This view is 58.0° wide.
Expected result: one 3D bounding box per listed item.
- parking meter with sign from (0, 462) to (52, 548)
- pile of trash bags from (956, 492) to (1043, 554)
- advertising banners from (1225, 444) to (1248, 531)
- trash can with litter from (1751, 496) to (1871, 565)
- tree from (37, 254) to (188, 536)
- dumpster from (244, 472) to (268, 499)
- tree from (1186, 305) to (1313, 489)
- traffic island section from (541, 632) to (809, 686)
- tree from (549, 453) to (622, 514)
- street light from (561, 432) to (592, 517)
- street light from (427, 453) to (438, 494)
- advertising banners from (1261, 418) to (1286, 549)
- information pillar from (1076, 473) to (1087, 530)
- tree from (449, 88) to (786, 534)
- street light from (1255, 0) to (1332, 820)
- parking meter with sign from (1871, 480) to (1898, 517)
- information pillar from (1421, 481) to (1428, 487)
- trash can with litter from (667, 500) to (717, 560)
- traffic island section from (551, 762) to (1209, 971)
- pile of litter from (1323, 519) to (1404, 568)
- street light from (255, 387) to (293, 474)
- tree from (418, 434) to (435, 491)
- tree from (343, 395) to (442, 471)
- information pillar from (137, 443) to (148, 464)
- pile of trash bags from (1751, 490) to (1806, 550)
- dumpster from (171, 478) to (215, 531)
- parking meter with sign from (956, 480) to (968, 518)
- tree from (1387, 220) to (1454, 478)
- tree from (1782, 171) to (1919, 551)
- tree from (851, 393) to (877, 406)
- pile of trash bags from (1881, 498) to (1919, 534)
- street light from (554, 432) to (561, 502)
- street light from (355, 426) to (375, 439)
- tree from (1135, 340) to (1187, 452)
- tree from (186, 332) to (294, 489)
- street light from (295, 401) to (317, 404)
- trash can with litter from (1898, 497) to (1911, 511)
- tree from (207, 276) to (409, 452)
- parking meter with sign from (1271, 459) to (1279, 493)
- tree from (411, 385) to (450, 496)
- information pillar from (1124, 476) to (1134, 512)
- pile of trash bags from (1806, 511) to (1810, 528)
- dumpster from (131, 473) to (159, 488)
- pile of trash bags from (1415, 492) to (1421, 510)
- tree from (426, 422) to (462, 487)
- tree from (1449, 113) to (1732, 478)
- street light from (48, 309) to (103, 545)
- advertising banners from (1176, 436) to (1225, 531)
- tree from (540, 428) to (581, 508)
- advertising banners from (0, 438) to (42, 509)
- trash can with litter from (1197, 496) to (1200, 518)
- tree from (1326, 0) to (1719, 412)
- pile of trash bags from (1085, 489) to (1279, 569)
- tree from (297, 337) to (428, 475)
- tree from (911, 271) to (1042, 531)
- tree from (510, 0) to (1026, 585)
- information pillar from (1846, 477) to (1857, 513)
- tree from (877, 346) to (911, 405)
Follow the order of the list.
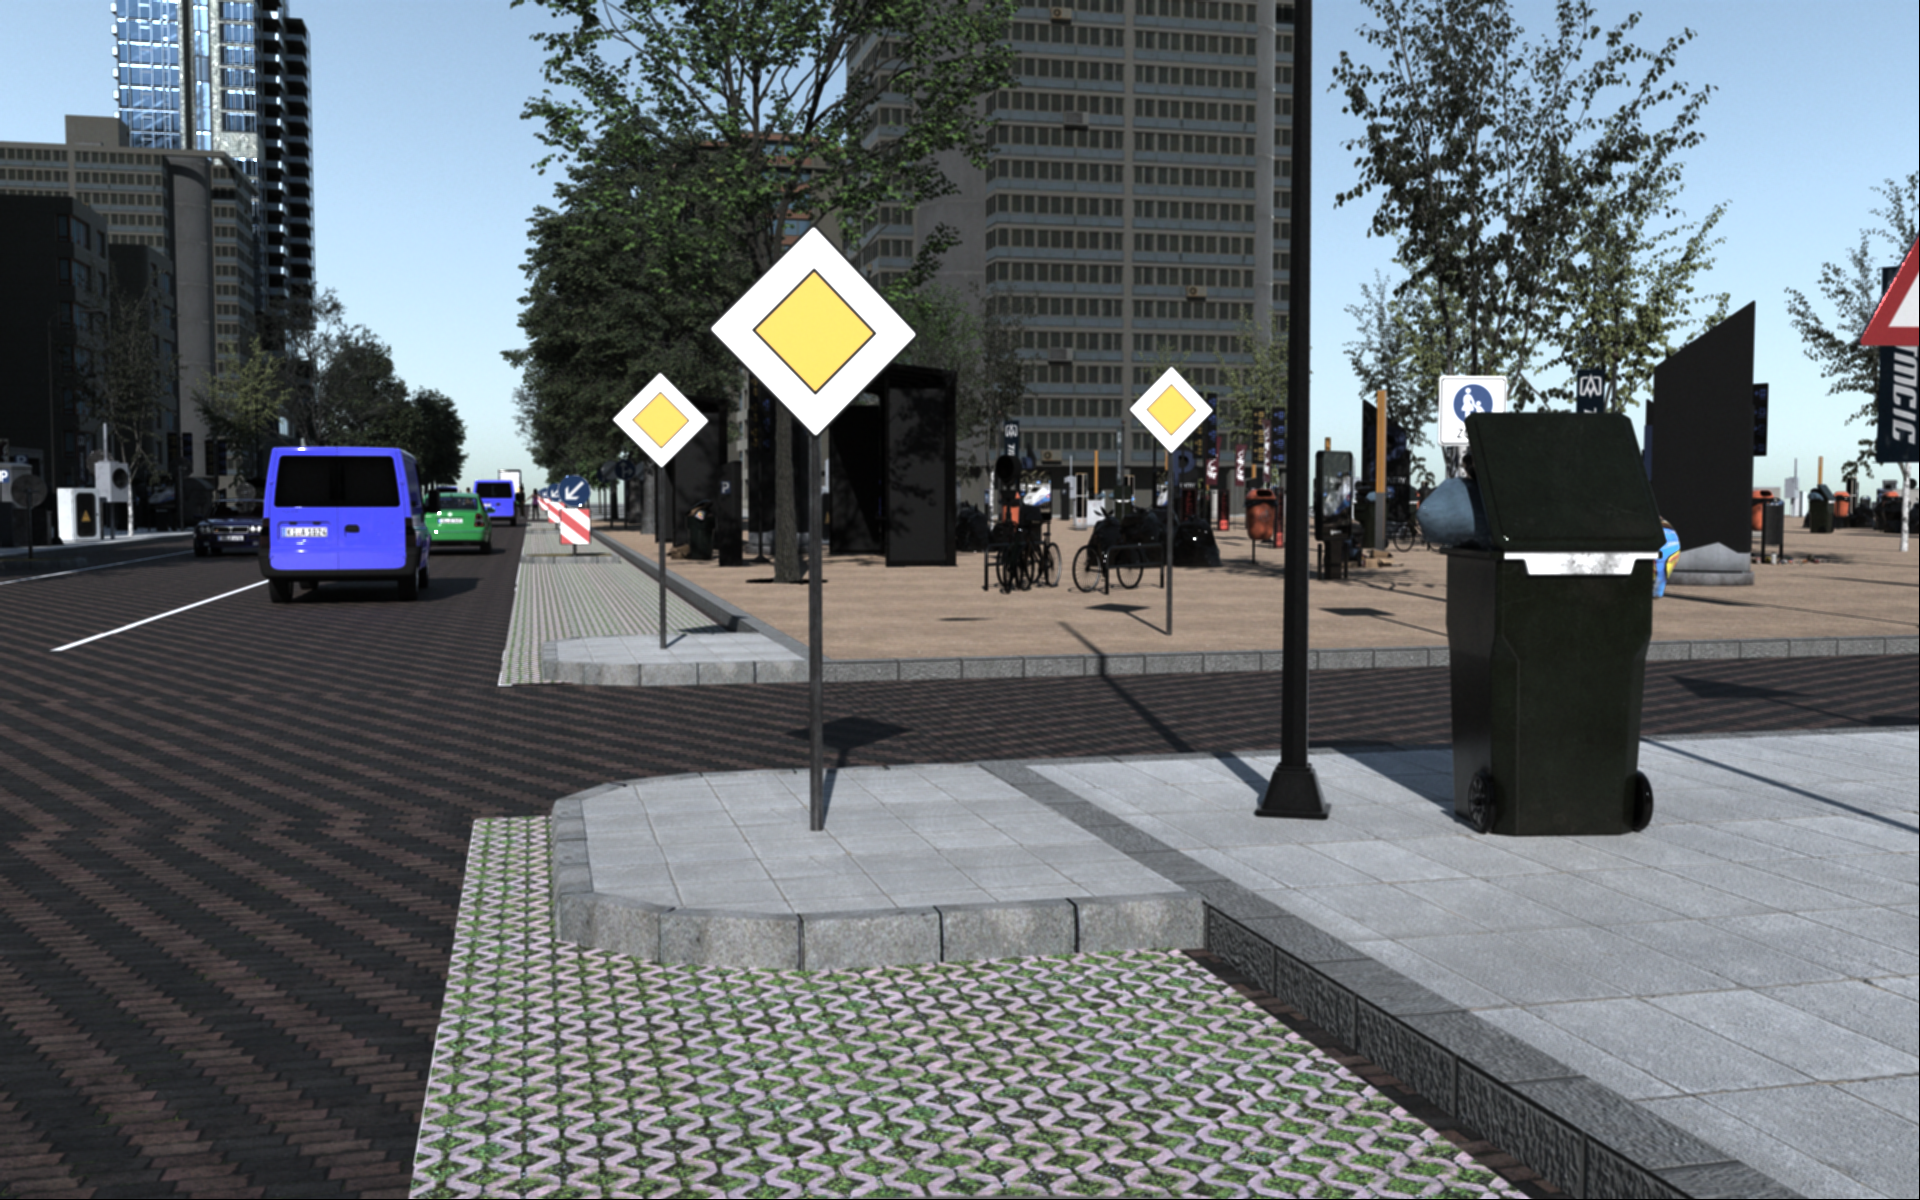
[{"bbox_3d":[-22.756,-2.783,41.765,0.543,3.016,1.738,1,4,16],"label":"parking meter with sign"},{"bbox_3d":[0.894,-1.748,38.327,1.912,1.369,3.447,-1,4,-8],"label":"pile of trash bags"},{"bbox_3d":[9.124,-3.909,60.098,2.074,3.025,0.090,-2,4,-27],"label":"advertising banners"},{"bbox_3d":[15.470,-1.294,32.210,2.233,1.210,1.678,-2,4,-28],"label":"trash can with litter"},{"bbox_3d":[-25.524,-6.265,52.795,4.360,8.622,3.978,0,3,0],"label":"tree"},{"bbox_3d":[-25.574,-3.636,64.401,1.985,2.255,1.502,-1,4,-16],"label":"dumpster"},{"bbox_3d":[11.721,-7.109,66.589,4.737,8.622,4.395,0,3,0],"label":"tree"},{"bbox_3d":[-2.443,0.483,14.386,2.009,0.180,2.903,-1,4,-14],"label":"traffic island section"},{"bbox_3d":[-22.871,-7.739,110.250,4.285,4.588,4.351,0,3,0],"label":"tree"},{"bbox_3d":[-21.638,-7.678,98.069,1.470,5.913,1.316,-1,4,-14],"label":"street light"},{"bbox_3d":[-60.380,-13.798,198.143,1.470,5.913,1.316,-1,4,-14],"label":"street light"},{"bbox_3d":[7.548,-2.733,40.874,0.090,3.025,2.074,2,4,35],"label":"advertising banners"},{"bbox_3d":[4.300,-3.473,61.280,0.304,2.012,0.304,2,4,33],"label":"information pillar"},{"bbox_3d":[-10.018,-9.087,55.234,9.857,13.997,8.962,0,3,0],"label":"tree"},{"bbox_3d":[0.819,-2.088,6.680,1.470,5.913,1.316,-1,4,-14],"label":"street light"},{"bbox_3d":[50.887,-6.025,94.770,1.738,3.016,0.543,3,4,38],"label":"parking meter with sign"},{"bbox_3d":[26.522,-5.774,98.892,0.304,2.012,0.304,-1,4,-16],"label":"information pillar"},{"bbox_3d":[-5.273,-1.371,33.795,1.055,1.170,0.624,2,4,30],"label":"trash can with litter"},{"bbox_3d":[-0.529,0.957,6.633,2.009,0.180,2.903,-1,4,-14],"label":"traffic island section"},{"bbox_3d":[7.125,-1.012,30.512,1.719,0.858,1.176,-1,4,-20],"label":"pile of litter"},{"bbox_3d":[-29.965,-6.286,75.313,1.470,5.913,1.316,-1,4,-14],"label":"street light"},{"bbox_3d":[-54.966,-13.637,173.329,4.737,8.622,4.395,0,3,0],"label":"tree"},{"bbox_3d":[-51.529,-13.664,157.814,7.601,10.594,8.767,1,4,13],"label":"tree"},{"bbox_3d":[-36.765,-5.295,77.923,0.183,3.616,0.504,2,4,29],"label":"information pillar"},{"bbox_3d":[16.726,-1.772,38.732,3.447,1.369,1.912,-1,4,-18],"label":"pile of trash bags"},{"bbox_3d":[-27.208,-3.400,61.355,1.264,1.857,1.865,-1,4,-14],"label":"dumpster"},{"bbox_3d":[-0.293,-5.863,92.123,0.543,3.016,1.738,3,5,43],"label":"parking meter with sign"},{"bbox_3d":[12.522,-5.710,43.714,4.737,8.622,4.395,0,3,0],"label":"tree"},{"bbox_3d":[21.083,-5.411,38.838,4.360,8.622,3.978,0,3,0],"label":"tree"},{"bbox_3d":[-4.341,-7.712,76.445,4.360,8.622,3.978,0,3,0],"label":"tree"},{"bbox_3d":[32.747,-3.161,61.432,3.447,1.369,1.912,3,5,44],"label":"pile of trash bags"},{"bbox_3d":[-29.480,-9.623,129.880,1.470,5.913,1.316,-1,4,-14],"label":"street light"},{"bbox_3d":[-40.569,-8.900,118.063,1.470,5.913,1.316,-1,4,-14],"label":"street light"},{"bbox_3d":[10.206,-8.082,82.499,4.737,8.622,4.395,0,3,0],"label":"tree"},{"bbox_3d":[-32.308,-7.813,78.112,4.737,8.622,4.395,0,3,0],"label":"tree"},{"bbox_3d":[-32.716,-6.955,86.255,1.470,5.913,1.316,-1,4,-14],"label":"street light"},{"bbox_3d":[39.031,-3.680,71.555,1.055,1.170,0.624,-2,4,-31],"label":"trash can with litter"},{"bbox_3d":[-36.376,-11.432,97.281,12.009,13.543,11.850,0,3,0],"label":"tree"},{"bbox_3d":[15.818,-5.559,87.146,0.543,3.016,1.738,1,4,18],"label":"parking meter with sign"},{"bbox_3d":[-63.153,-18.233,204.770,9.857,13.997,8.962,0,3,0],"label":"tree"},{"bbox_3d":[6.699,-3.928,68.722,0.304,2.012,0.304,-3,4,-39],"label":"information pillar"},{"bbox_3d":[33.867,-3.409,65.482,3.447,1.369,1.912,-1,4,-11],"label":"pile of trash bags"},{"bbox_3d":[-34.579,-4.344,73.521,1.502,2.255,1.985,-1,4,-14],"label":"dumpster"},{"bbox_3d":[17.862,-3.904,73.575,3.447,1.369,1.912,0,4,-5],"label":"pile of trash bags"},{"bbox_3d":[-72.596,-19.614,238.817,7.486,12.596,7.792,0,3,0],"label":"tree"},{"bbox_3d":[13.027,-5.153,34.620,4.737,8.622,4.395,0,3,0],"label":"tree"},{"bbox_3d":[-22.187,-4.339,43.487,1.470,5.913,1.316,-1,4,-14],"label":"street light"},{"bbox_3d":[6.901,-3.435,52.354,2.074,3.025,0.090,2,4,24],"label":"advertising banners"},{"bbox_3d":[-31.458,-12.838,144.318,7.601,10.594,8.767,1,4,11],"label":"tree"},{"bbox_3d":[-29.378,-3.544,54.139,2.074,3.025,0.090,2,4,30],"label":"advertising banners"},{"bbox_3d":[8.370,-3.251,64.209,2.233,1.210,1.678,-1,4,-9],"label":"trash can with litter"},{"bbox_3d":[5.930,-4.241,19.704,4.360,8.622,3.978,0,3,0],"label":"tree"},{"bbox_3d":[4.064,-1.296,30.938,3.447,1.369,1.912,-1,4,-16],"label":"pile of trash bags"},{"bbox_3d":[-43.188,-12.727,125.100,9.611,12.733,9.660,0,3,0],"label":"tree"},{"bbox_3d":[0.954,-6.556,57.556,4.360,8.622,3.978,0,3,0],"label":"tree"},{"bbox_3d":[-2.652,-6.055,24.752,9.928,11.665,9.643,0,3,0],"label":"tree"},{"bbox_3d":[39.036,-4.366,75.873,0.304,2.012,0.304,-2,4,-24],"label":"information pillar"},{"bbox_3d":[-0.830,-7.301,69.741,4.360,8.622,3.978,0,3,0],"label":"tree"}]
